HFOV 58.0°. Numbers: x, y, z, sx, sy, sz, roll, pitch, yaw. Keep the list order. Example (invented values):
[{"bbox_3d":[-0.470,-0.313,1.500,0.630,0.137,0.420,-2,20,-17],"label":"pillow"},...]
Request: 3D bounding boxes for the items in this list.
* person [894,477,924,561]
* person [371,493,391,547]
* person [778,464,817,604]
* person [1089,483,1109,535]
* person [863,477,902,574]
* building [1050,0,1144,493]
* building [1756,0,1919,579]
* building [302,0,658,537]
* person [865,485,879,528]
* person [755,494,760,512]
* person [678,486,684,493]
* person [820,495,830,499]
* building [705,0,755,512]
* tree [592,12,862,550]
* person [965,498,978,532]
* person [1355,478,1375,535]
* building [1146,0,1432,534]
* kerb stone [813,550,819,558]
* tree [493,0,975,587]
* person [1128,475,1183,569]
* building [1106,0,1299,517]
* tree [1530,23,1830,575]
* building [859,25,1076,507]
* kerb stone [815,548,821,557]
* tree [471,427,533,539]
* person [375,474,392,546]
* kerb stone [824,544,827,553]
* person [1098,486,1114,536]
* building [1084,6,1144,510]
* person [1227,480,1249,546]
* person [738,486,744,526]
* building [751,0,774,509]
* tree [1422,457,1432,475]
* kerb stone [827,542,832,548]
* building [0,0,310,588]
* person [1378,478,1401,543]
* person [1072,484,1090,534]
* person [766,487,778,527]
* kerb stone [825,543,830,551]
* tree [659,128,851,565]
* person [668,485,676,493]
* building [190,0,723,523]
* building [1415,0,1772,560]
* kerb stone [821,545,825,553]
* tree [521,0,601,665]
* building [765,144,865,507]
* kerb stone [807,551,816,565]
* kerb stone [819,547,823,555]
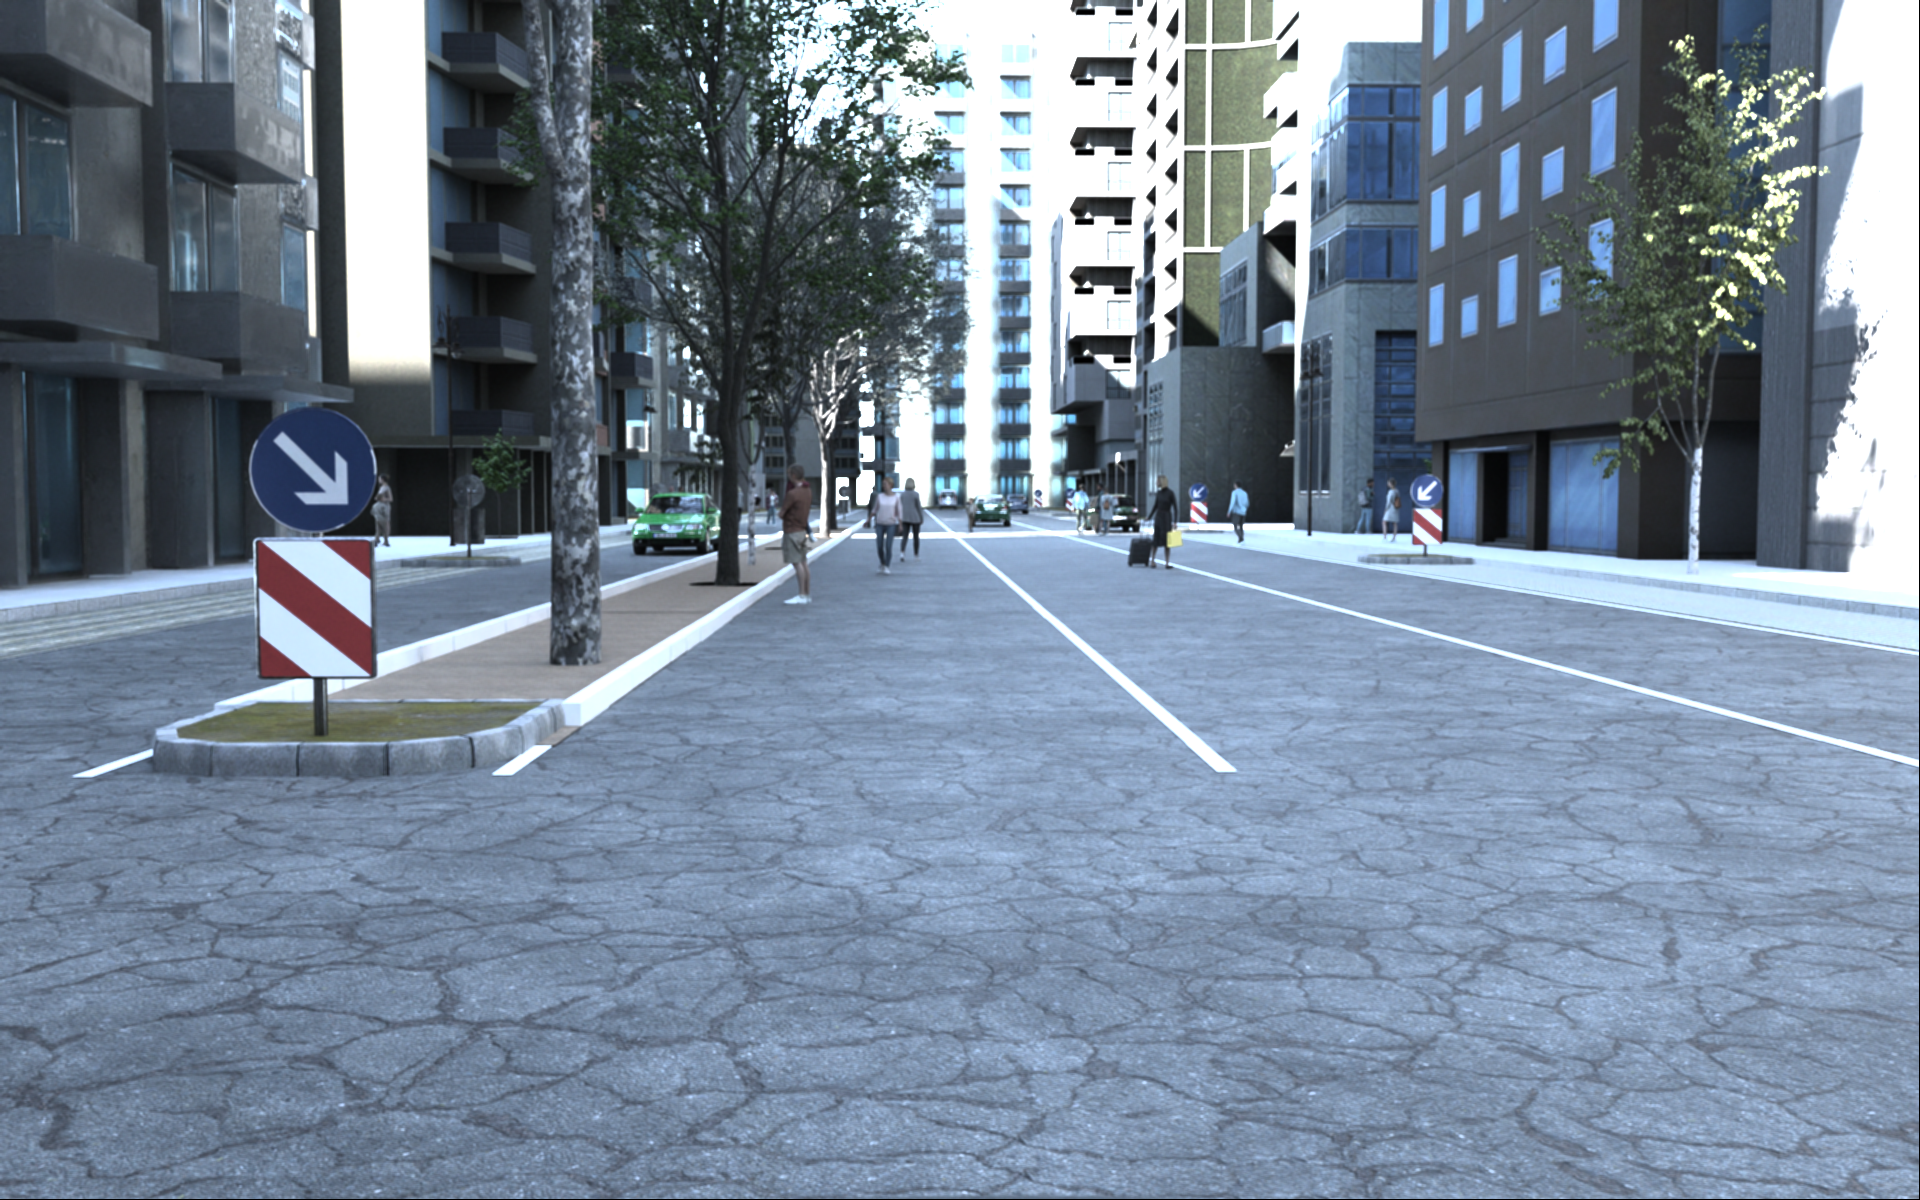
[{"bbox_3d":[-1.138,-1.734,37.028,0.709,1.800,0.728,2,4,24],"label":"person"},{"bbox_3d":[-14.026,-1.932,41.898,0.475,1.303,0.640,0,4,7],"label":"person"},{"bbox_3d":[-2.135,-0.871,22.711,0.573,1.828,0.580,-2,4,-28],"label":"person"},{"bbox_3d":[4.884,-3.159,60.140,0.713,1.824,0.794,3,4,38],"label":"person"},{"bbox_3d":[-1.383,-1.344,31.141,0.731,1.740,0.598,0,4,3],"label":"person"},{"bbox_3d":[22.145,-34.120,147.107,28.713,52.752,27.495,0,4,-2],"label":"building"},{"bbox_3d":[28.519,-29.295,20.972,28.212,58.520,21.231,0,4,-2],"label":"building"},{"bbox_3d":[-23.566,-25.045,64.105,22.147,44.769,28.867,0,4,-2],"label":"building"},{"bbox_3d":[-3.741,-3.954,73.327,0.590,1.801,0.661,3,5,42],"label":"person"},{"bbox_3d":[-14.728,-7.051,124.516,0.799,1.438,0.628,0,4,4],"label":"person"},{"bbox_3d":[-11.597,-3.912,72.732,0.573,1.790,0.520,-3,5,-42],"label":"person"},{"bbox_3d":[-12.051,-8.949,155.531,1.217,1.736,0.721,1,4,10],"label":"person"},{"bbox_3d":[-22.275,-26.852,122.633,14.154,41.232,14.086,0,4,-2],"label":"building"},{"bbox_3d":[-4.389,-8.027,44.067,12.009,13.543,11.850,0,3,0],"label":"tree"},{"bbox_3d":[0.446,-3.183,64.817,0.475,1.303,0.640,-1,4,-9],"label":"person"},{"bbox_3d":[12.829,-2.947,54.571,0.721,1.781,0.623,-1,4,-18],"label":"person"},{"bbox_3d":[20.913,-46.232,68.573,22.319,86.520,31.000,0,4,-2],"label":"building"},{"bbox_3d":[-3.216,-0.953,37.778,0.120,0.150,1.000,0,4,-2],"label":"kerb stone"},{"bbox_3d":[-3.507,-6.015,26.555,9.928,11.665,9.643,0,3,0],"label":"tree"},{"bbox_3d":[3.821,-1.531,33.750,0.699,1.804,1.509,-1,4,-12],"label":"person"},{"bbox_3d":[19.779,-40.329,97.631,20.563,71.187,20.611,0,4,-2],"label":"building"},{"bbox_3d":[11.645,-4.728,27.658,4.737,8.622,4.395,0,3,0],"label":"tree"},{"bbox_3d":[4.972,-34.270,179.925,30.456,49.044,23.786,0,4,-2],"label":"building"},{"bbox_3d":[-3.250,-1.016,38.799,0.120,0.150,1.000,0,4,-2],"label":"kerb stone"},{"bbox_3d":[-13.074,-3.367,49.656,1.663,3.219,1.824,0,3,0],"label":"tree"},{"bbox_3d":[-14.357,-2.240,43.003,0.374,1.781,0.599,-3,5,-44],"label":"person"},{"bbox_3d":[-3.350,-1.193,41.871,0.120,0.150,1.000,0,4,-2],"label":"kerb stone"},{"bbox_3d":[5.021,-3.051,59.394,0.512,1.701,0.522,0,4,0],"label":"person"},{"bbox_3d":[25.347,-26.253,121.122,32.217,40.220,23.993,0,4,-2],"label":"building"},{"bbox_3d":[7.732,-2.406,47.855,0.660,1.820,0.620,-3,5,-41],"label":"person"},{"bbox_3d":[-9.905,-4.165,76.784,0.709,1.800,0.728,-2,4,-26],"label":"person"},{"bbox_3d":[-29.672,-34.006,145.239,27.495,52.752,28.713,0,4,-2],"label":"building"},{"bbox_3d":[13.794,-3.328,49.009,1.663,3.219,1.824,0,3,0],"label":"tree"},{"bbox_3d":[-3.398,-1.325,43.918,0.120,0.150,1.000,0,4,-2],"label":"kerb stone"},{"bbox_3d":[-23.138,-24.664,22.869,23.786,49.044,30.456,0,4,-2],"label":"building"},{"bbox_3d":[11.335,-2.348,45.441,0.522,1.701,0.512,3,5,43],"label":"person"},{"bbox_3d":[4.312,-3.238,61.792,0.601,1.785,0.444,2,4,29],"label":"person"},{"bbox_3d":[-8.298,-4.103,76.416,0.563,1.720,0.643,-1,4,-13],"label":"person"},{"bbox_3d":[-3.369,-1.266,42.892,0.120,0.150,1.000,0,4,-2],"label":"kerb stone"},{"bbox_3d":[-4.206,-5.011,34.751,4.360,8.622,3.978,0,3,0],"label":"tree"},{"bbox_3d":[-11.568,-3.715,69.645,0.661,1.777,0.834,-2,4,-29],"label":"person"},{"bbox_3d":[-25.898,-29.368,99.783,23.786,49.044,30.456,0,4,-2],"label":"building"},{"bbox_3d":[19.545,-23.799,39.232,14.600,45.320,14.200,0,4,-2],"label":"building"},{"bbox_3d":[-3.321,-1.139,40.845,0.120,0.150,1.000,0,4,-2],"label":"kerb stone"},{"bbox_3d":[-4.472,-9.568,14.785,12.611,20.169,13.585,0,3,0],"label":"tree"},{"bbox_3d":[-22.350,-30.036,182.970,23.993,40.220,32.217,0,4,-2],"label":"building"},{"bbox_3d":[-3.196,-0.890,36.755,0.120,0.150,1.000,0,4,-2],"label":"kerb stone"},{"bbox_3d":[-3.286,-1.078,39.824,0.120,0.150,1.000,0,4,-2],"label":"kerb stone"}]
